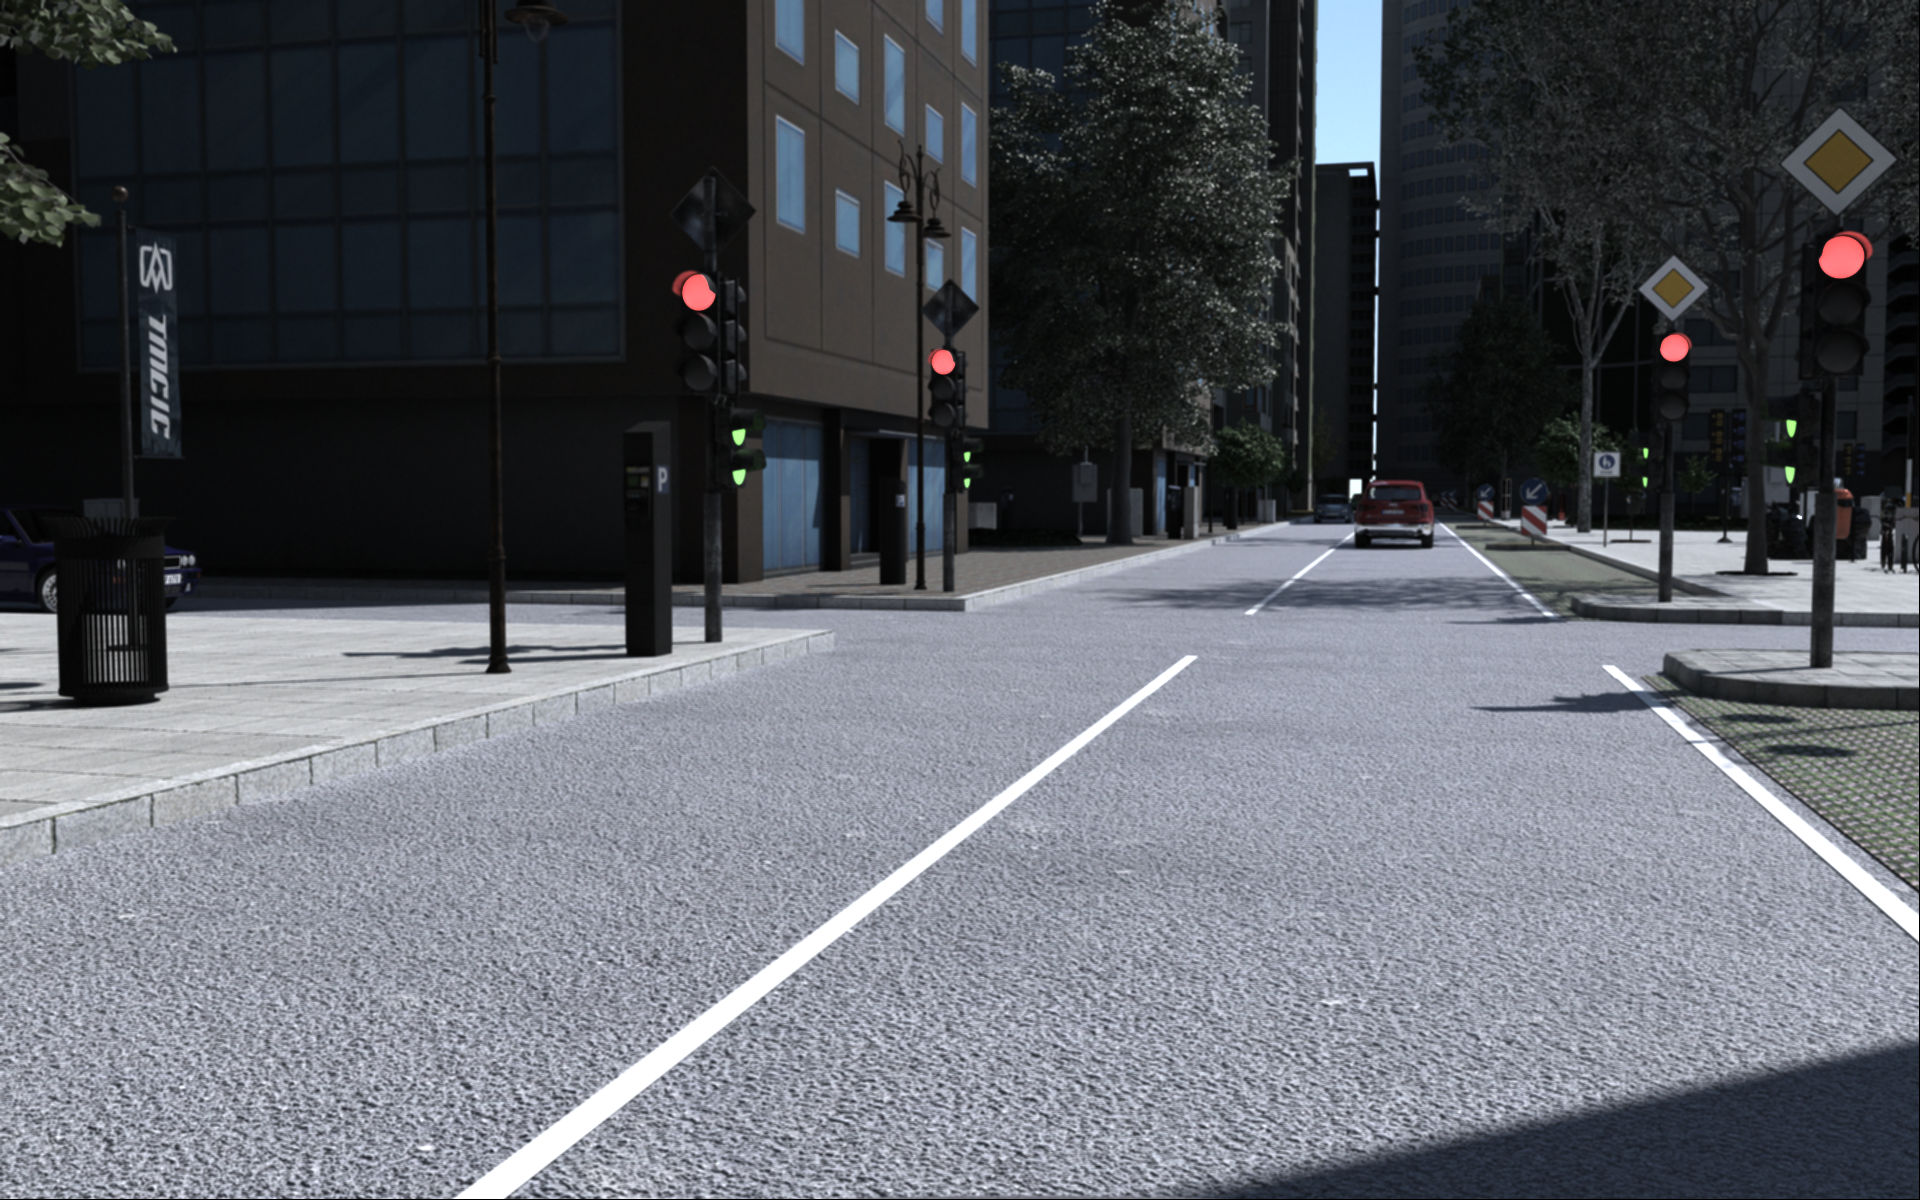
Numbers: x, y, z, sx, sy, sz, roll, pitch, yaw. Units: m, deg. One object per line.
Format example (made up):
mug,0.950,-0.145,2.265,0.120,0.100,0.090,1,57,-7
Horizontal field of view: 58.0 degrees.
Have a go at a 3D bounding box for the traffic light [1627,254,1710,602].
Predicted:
traffic light,8.358,-1.930,20.468,0.839,4.253,0.868,1,4,14

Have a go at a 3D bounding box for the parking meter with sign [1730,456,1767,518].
parking meter with sign,36.142,-5.069,79.147,1.738,3.016,0.543,0,4,6

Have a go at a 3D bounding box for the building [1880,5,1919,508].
building,83.275,-30.467,148.251,14.200,45.320,14.600,1,4,14

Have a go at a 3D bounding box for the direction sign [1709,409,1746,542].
direction sign,20.372,-3.304,46.025,0.876,3.537,0.379,1,4,13

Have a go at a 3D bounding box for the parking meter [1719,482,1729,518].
parking meter,35.971,-4.640,81.568,0.399,1.863,0.255,2,4,35

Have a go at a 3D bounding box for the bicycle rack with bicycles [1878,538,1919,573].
bicycle rack with bicycles,16.303,-0.914,28.325,2.852,0.926,2.925,2,4,28

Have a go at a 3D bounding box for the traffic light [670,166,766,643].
traffic light,-2.121,-1.589,14.893,0.839,4.253,0.868,1,4,14

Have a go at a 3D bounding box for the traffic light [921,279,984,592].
traffic light,-0.132,-2.062,22.627,0.839,4.253,0.868,1,4,14

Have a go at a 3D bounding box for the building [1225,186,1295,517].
building,7.080,-16.473,114.377,27.650,21.520,28.899,1,4,14

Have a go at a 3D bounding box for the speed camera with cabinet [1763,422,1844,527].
speed camera with cabinet,22.231,-3.145,45.760,2.038,3.252,0.660,1,4,11

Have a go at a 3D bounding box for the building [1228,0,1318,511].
building,19.693,-27.469,132.718,14.154,41.232,14.086,1,4,14

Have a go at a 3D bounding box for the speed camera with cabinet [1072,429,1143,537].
speed camera with cabinet,4.384,-3.496,51.503,2.038,3.252,0.660,0,4,-4

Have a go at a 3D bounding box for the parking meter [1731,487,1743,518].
parking meter,28.696,-3.400,64.001,0.372,1.533,0.369,0,3,0

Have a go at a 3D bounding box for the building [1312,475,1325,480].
building,19.064,-31.001,161.496,28.867,44.769,22.147,1,4,14

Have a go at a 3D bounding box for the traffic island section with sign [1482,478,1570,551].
traffic island section with sign,14.540,-2.188,44.396,1.989,1.847,2.006,1,4,14

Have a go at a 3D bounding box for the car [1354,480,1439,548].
car,11.931,-2.370,47.421,2.281,1.827,5.304,1,4,16

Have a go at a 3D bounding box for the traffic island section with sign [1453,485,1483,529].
traffic island section with sign,21.341,-3.804,70.830,1.989,1.847,2.006,1,4,14

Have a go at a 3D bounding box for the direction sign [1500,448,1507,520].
direction sign,27.077,-5.752,86.044,0.379,3.537,0.876,2,4,24

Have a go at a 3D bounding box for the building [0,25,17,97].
building,-21.461,-16.074,34.515,14.107,30.474,14.160,1,4,14

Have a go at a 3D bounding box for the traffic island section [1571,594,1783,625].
traffic island section,8.394,0.104,20.573,2.009,0.180,2.903,1,4,14

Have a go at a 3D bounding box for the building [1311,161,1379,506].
building,34.702,-30.763,194.854,23.993,40.220,32.217,1,4,14

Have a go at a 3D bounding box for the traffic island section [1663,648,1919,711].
traffic island section,6.405,0.578,12.839,2.009,0.180,2.903,1,4,14

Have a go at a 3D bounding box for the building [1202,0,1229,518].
building,1.759,-28.342,87.101,21.300,48.544,21.600,1,4,14

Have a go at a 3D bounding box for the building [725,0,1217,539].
building,1.319,-25.108,60.622,14.600,45.320,14.200,1,4,14

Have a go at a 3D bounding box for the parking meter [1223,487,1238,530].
parking meter,9.813,-3.305,62.450,0.372,1.533,0.369,0,3,0

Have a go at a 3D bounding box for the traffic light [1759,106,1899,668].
traffic light,6.369,-1.456,12.734,0.839,4.253,0.868,1,4,14

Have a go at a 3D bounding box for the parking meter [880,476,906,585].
parking meter,-0.955,-0.990,24.590,0.372,1.533,0.369,0,3,0

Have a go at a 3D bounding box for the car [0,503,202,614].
car,-11.224,-0.501,20.774,3.894,1.354,1.945,1,4,13

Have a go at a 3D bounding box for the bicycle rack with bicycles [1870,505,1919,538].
bicycle rack with bicycles,28.994,-2.567,55.359,2.925,0.926,2.852,-3,5,-44

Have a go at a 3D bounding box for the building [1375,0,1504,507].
building,58.505,-39.148,182.063,28.212,58.520,21.231,1,4,14

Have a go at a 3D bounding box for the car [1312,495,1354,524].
car,18.466,-4.507,85.685,2.014,1.417,4.499,1,4,14

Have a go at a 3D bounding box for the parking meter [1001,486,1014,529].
parking meter,1.453,-2.728,53.015,0.372,1.533,0.369,0,3,0

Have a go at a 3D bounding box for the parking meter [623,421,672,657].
parking meter,-2.480,-0.492,13.756,0.255,1.863,0.399,1,4,15

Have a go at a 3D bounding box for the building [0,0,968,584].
building,-7.835,-23.319,31.385,14.600,45.320,14.200,1,4,14

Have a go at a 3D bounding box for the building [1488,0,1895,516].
building,44.851,-40.999,108.588,20.563,71.187,20.611,1,4,14

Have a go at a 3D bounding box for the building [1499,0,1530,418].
building,47.072,-27.150,127.505,14.154,41.232,14.086,1,4,14

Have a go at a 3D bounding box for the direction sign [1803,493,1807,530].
direction sign,21.461,-3.176,43.930,0.379,3.537,0.876,3,4,36

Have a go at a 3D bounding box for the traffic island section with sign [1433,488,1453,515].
traffic island section with sign,33.904,-6.792,119.672,1.989,1.847,2.006,1,4,14

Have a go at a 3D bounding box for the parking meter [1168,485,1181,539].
parking meter,6.126,-2.510,49.448,0.372,1.533,0.369,0,3,0

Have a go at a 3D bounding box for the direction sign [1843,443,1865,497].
direction sign,39.962,-5.228,77.471,0.876,3.537,0.379,3,5,41

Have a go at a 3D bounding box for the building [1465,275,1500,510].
building,58.035,-18.496,147.445,27.650,21.520,28.899,1,4,14

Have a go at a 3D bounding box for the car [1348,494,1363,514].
car,29.674,-7.282,127.854,1.959,1.807,4.718,1,4,13
